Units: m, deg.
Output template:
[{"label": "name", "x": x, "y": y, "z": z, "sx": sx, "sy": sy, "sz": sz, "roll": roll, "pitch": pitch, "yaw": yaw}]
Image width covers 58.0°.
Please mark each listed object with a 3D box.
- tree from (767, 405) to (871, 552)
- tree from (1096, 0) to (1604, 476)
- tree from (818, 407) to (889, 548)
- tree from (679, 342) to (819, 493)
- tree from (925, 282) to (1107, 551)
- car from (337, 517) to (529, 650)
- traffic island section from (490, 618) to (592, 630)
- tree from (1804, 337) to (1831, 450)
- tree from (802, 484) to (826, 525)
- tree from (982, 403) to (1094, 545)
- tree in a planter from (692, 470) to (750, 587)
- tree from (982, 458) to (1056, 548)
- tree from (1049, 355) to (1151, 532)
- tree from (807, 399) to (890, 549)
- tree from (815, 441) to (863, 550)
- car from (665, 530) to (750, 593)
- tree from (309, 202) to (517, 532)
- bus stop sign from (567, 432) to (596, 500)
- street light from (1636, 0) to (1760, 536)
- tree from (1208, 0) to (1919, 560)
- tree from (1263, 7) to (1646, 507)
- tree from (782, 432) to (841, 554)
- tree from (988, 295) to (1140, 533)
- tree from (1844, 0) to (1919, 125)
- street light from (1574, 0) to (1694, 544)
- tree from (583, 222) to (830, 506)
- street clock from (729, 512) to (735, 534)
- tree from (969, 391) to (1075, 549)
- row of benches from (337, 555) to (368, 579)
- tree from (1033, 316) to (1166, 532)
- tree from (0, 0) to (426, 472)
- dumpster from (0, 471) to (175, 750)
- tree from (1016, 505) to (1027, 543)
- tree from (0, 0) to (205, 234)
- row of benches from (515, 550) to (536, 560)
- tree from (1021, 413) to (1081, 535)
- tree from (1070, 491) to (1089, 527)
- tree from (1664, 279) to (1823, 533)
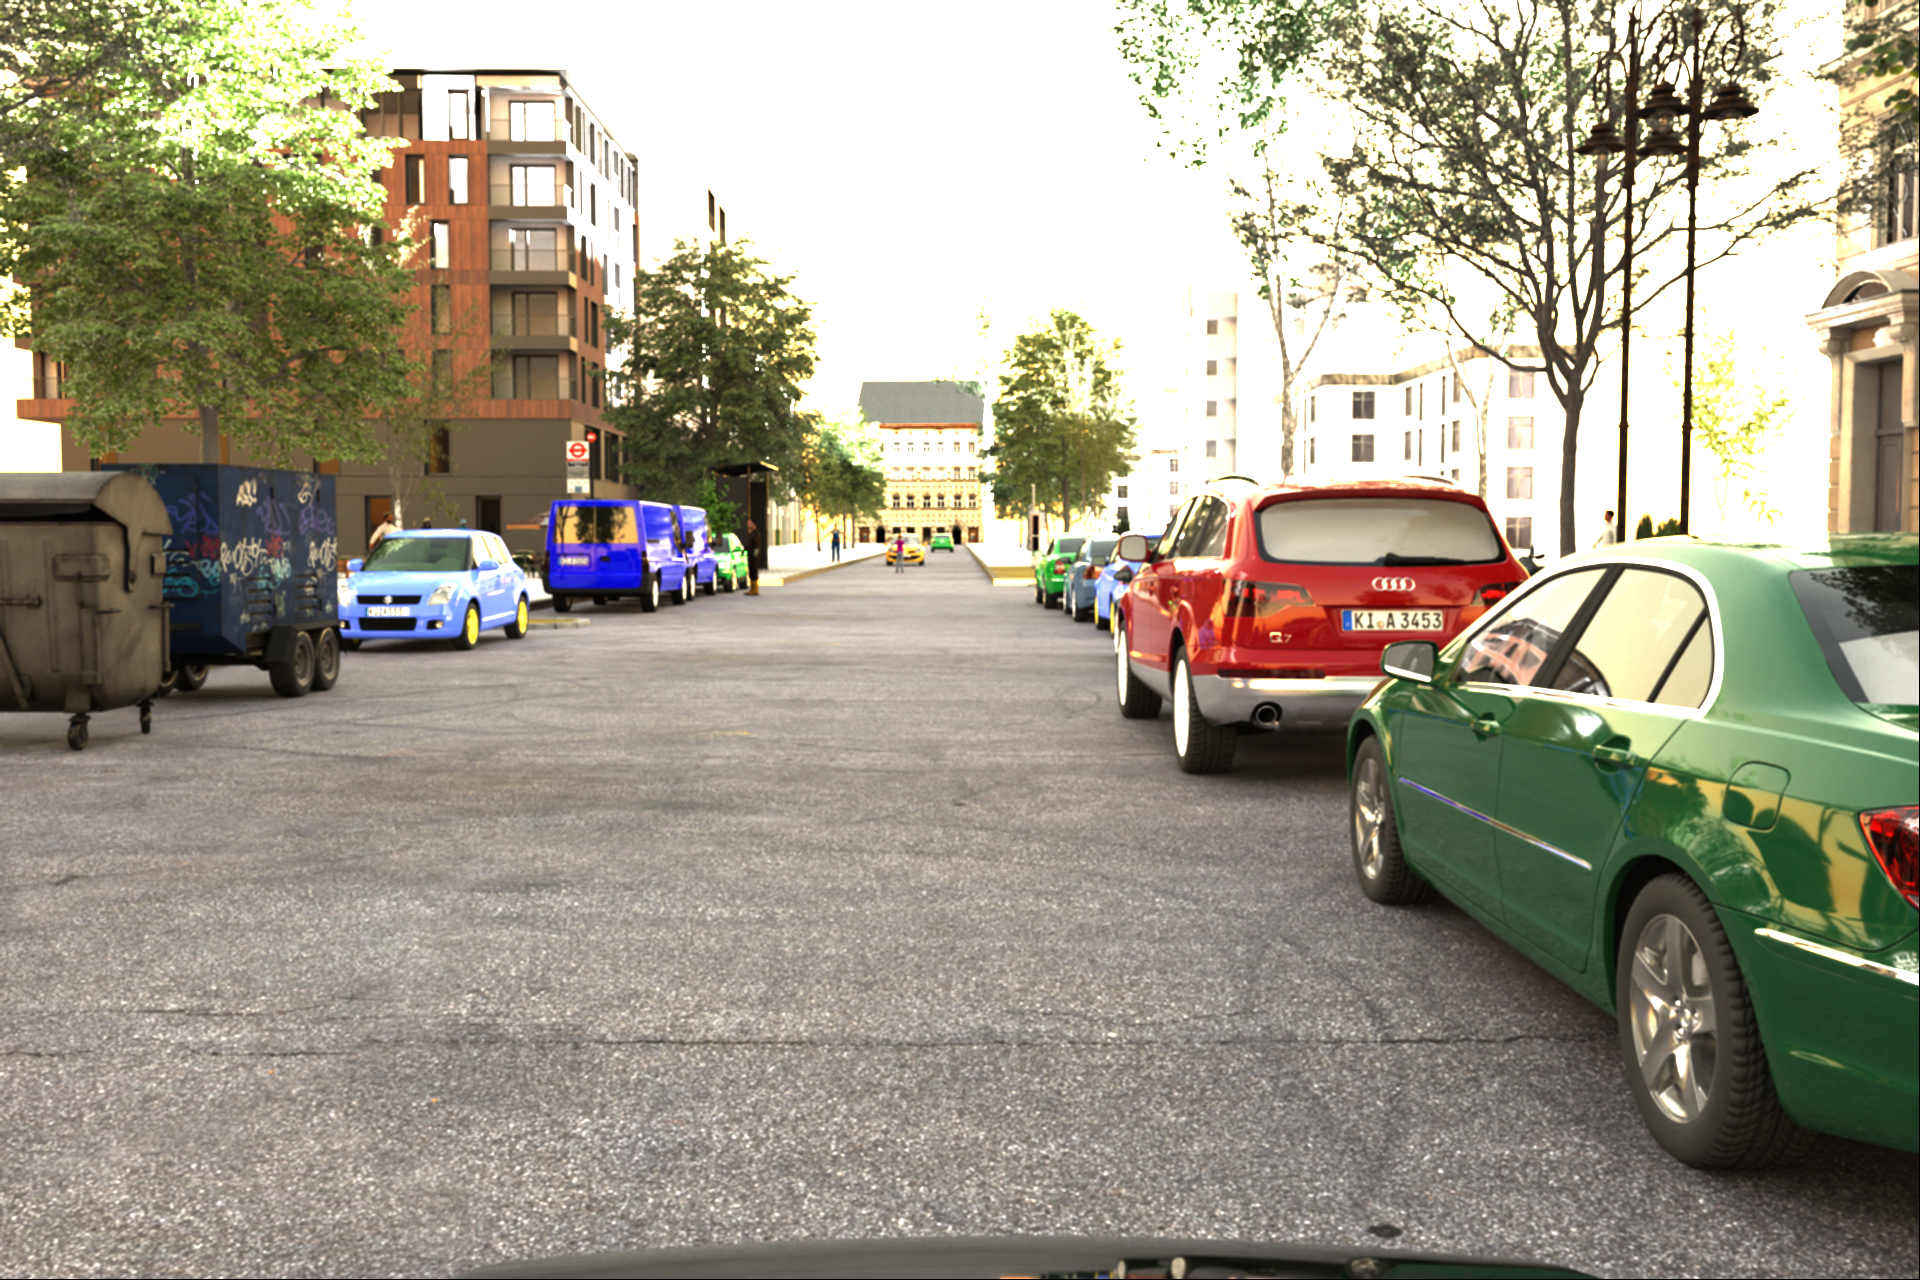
[{"label": "tree", "x": -10.349, "y": -11.666, "z": 125.159, "sx": 8.767, "sy": 10.594, "sz": 7.601, "roll": -2, "pitch": 4, "yaw": -35}, {"label": "tree", "x": 9.908, "y": -11.638, "z": 46.164, "sx": 12.611, "sy": 20.169, "sz": 13.585, "roll": 0, "pitch": 3, "yaw": 0}, {"label": "tree", "x": -9.920, "y": -14.438, "z": 154.195, "sx": 7.486, "sy": 12.596, "sz": 7.792, "roll": 0, "pitch": 3, "yaw": 0}, {"label": "tree", "x": -10.149, "y": -9.039, "z": 82.196, "sx": 7.601, "sy": 10.594, "sz": 8.767, "roll": 0, "pitch": 4, "yaw": 3}, {"label": "tree", "x": 4.038, "y": -16.854, "z": 131.456, "sx": 12.611, "sy": 20.169, "sz": 13.585, "roll": 0, "pitch": 3, "yaw": 0}, {"label": "car", "x": -6.834, "y": -0.789, "z": 22.483, "sx": 1.945, "sy": 1.707, "sz": 3.694, "roll": 0, "pitch": 4, "yaw": 0}, {"label": "traffic island section", "x": -6.827, "y": -0.248, "z": 26.920, "sx": 1.991, "sy": 0.108, "sz": 1.994, "roll": 0, "pitch": 4, "yaw": 1}, {"label": "tree", "x": 27.851, "y": -6.151, "z": 50.939, "sx": 4.360, "sy": 8.622, "sz": 3.978, "roll": 0, "pitch": 3, "yaw": 0}, {"label": "tree", "x": -21.562, "y": -18.730, "z": 240.644, "sx": 7.601, "sy": 10.594, "sz": 8.767, "roll": 0, "pitch": 4, "yaw": 7}, {"label": "tree", "x": 5.832, "y": -11.001, "z": 114.273, "sx": 8.767, "sy": 10.594, "sz": 7.601, "roll": 0, "pitch": 4, "yaw": -7}, {"label": "tree in a planter", "x": -6.916, "y": -3.118, "z": 48.200, "sx": 1.991, "sy": 3.239, "sz": 1.994, "roll": 0, "pitch": 4, "yaw": 0}, {"label": "tree", "x": 5.733, "y": -13.554, "z": 156.014, "sx": 8.767, "sy": 10.594, "sz": 7.601, "roll": 3, "pitch": 5, "yaw": 44}, {"label": "tree", "x": 5.415, "y": -7.443, "z": 72.054, "sx": 4.360, "sy": 8.622, "sz": 3.978, "roll": 0, "pitch": 3, "yaw": 0}, {"label": "tree", "x": -9.659, "y": -13.881, "z": 145.073, "sx": 7.486, "sy": 12.596, "sz": 7.792, "roll": 0, "pitch": 3, "yaw": 0}, {"label": "tree", "x": -9.545, "y": -11.411, "z": 136.924, "sx": 4.737, "sy": 8.622, "sz": 4.395, "roll": 0, "pitch": 3, "yaw": 0}, {"label": "car", "x": -6.393, "y": -2.139, "z": 43.770, "sx": 1.959, "sy": 1.807, "sz": 4.718, "roll": 0, "pitch": 3, "yaw": 0}, {"label": "tree", "x": -12.854, "y": -5.422, "z": 39.008, "sx": 4.360, "sy": 8.622, "sz": 3.978, "roll": 0, "pitch": 3, "yaw": 0}, {"label": "bus stop sign", "x": -9.886, "y": -3.476, "z": 45.536, "sx": 0.855, "sy": 3.939, "sz": 0.416, "roll": 0, "pitch": 4, "yaw": 1}, {"label": "street light", "x": 6.472, "y": -2.605, "z": 15.378, "sx": 0.468, "sy": 5.910, "sz": 1.993, "roll": 0, "pitch": 4, "yaw": 0}, {"label": "tree", "x": 9.165, "y": -7.062, "z": 25.831, "sx": 12.009, "sy": 13.543, "sz": 11.850, "roll": 0, "pitch": 3, "yaw": 0}, {"label": "tree", "x": 17.907, "y": -12.659, "z": 62.866, "sx": 12.611, "sy": 20.169, "sz": 13.585, "roll": 0, "pitch": 3, "yaw": 0}, {"label": "tree", "x": -10.107, "y": -9.936, "z": 112.818, "sx": 4.737, "sy": 8.622, "sz": 4.395, "roll": 0, "pitch": 3, "yaw": 0}, {"label": "tree", "x": 4.935, "y": -10.059, "z": 82.595, "sx": 7.486, "sy": 12.596, "sz": 7.792, "roll": 0, "pitch": 3, "yaw": 0}, {"label": "tree", "x": 9.051, "y": -6.255, "z": 8.928, "sx": 9.857, "sy": 13.997, "sz": 8.962, "roll": 0, "pitch": 3, "yaw": 0}, {"label": "street light", "x": 5.889, "y": -2.601, "z": 15.320, "sx": 0.468, "sy": 5.910, "sz": 1.993, "roll": 0, "pitch": 3, "yaw": 0}, {"label": "tree", "x": -10.017, "y": -10.017, "z": 70.427, "sx": 9.857, "sy": 13.997, "sz": 8.962, "roll": 0, "pitch": 3, "yaw": 0}, {"label": "street clock", "x": -7.310, "y": -3.086, "z": 55.022, "sx": 0.358, "sy": 2.002, "sz": 0.471, "roll": 0, "pitch": 4, "yaw": 1}, {"label": "tree", "x": 5.725, "y": -14.584, "z": 145.096, "sx": 9.857, "sy": 13.997, "sz": 8.962, "roll": 0, "pitch": 3, "yaw": 0}, {"label": "row of benches", "x": -17.619, "y": -2.144, "z": 50.514, "sx": 1.422, "sy": 0.672, "sz": 4.104, "roll": 2, "pitch": 4, "yaw": 29}, {"label": "tree", "x": 4.122, "y": -6.657, "z": 59.204, "sx": 4.360, "sy": 8.622, "sz": 3.978, "roll": 0, "pitch": 3, "yaw": 0}, {"label": "tree", "x": -12.972, "y": -6.765, "z": 28.730, "sx": 7.486, "sy": 12.596, "sz": 7.792, "roll": 0, "pitch": 3, "yaw": 0}, {"label": "dumpster", "x": -6.556, "y": -0.226, "z": 11.905, "sx": 1.865, "sy": 1.857, "sz": 1.264, "roll": 0, "pitch": 3, "yaw": 0}, {"label": "tree", "x": 8.889, "y": -17.808, "z": 241.528, "sx": 4.737, "sy": 8.622, "sz": 4.395, "roll": 0, "pitch": 3, "yaw": 0}, {"label": "tree", "x": -12.462, "y": -6.453, "z": 15.872, "sx": 12.009, "sy": 13.543, "sz": 11.850, "roll": 0, "pitch": 3, "yaw": 0}, {"label": "row of benches", "x": -16.878, "y": -3.166, "z": 67.219, "sx": 1.422, "sy": 0.672, "sz": 4.104, "roll": -1, "pitch": 4, "yaw": -18}, {"label": "tree", "x": 5.261, "y": -8.815, "z": 94.492, "sx": 4.360, "sy": 8.622, "sz": 3.978, "roll": 0, "pitch": 3, "yaw": 0}, {"label": "tree", "x": 18.776, "y": -20.721, "z": 245.440, "sx": 9.857, "sy": 13.997, "sz": 8.962, "roll": 0, "pitch": 3, "yaw": 0}, {"label": "tree", "x": 22.150, "y": -6.088, "z": 49.897, "sx": 4.737, "sy": 8.622, "sz": 4.395, "roll": 0, "pitch": 3, "yaw": 0}]
